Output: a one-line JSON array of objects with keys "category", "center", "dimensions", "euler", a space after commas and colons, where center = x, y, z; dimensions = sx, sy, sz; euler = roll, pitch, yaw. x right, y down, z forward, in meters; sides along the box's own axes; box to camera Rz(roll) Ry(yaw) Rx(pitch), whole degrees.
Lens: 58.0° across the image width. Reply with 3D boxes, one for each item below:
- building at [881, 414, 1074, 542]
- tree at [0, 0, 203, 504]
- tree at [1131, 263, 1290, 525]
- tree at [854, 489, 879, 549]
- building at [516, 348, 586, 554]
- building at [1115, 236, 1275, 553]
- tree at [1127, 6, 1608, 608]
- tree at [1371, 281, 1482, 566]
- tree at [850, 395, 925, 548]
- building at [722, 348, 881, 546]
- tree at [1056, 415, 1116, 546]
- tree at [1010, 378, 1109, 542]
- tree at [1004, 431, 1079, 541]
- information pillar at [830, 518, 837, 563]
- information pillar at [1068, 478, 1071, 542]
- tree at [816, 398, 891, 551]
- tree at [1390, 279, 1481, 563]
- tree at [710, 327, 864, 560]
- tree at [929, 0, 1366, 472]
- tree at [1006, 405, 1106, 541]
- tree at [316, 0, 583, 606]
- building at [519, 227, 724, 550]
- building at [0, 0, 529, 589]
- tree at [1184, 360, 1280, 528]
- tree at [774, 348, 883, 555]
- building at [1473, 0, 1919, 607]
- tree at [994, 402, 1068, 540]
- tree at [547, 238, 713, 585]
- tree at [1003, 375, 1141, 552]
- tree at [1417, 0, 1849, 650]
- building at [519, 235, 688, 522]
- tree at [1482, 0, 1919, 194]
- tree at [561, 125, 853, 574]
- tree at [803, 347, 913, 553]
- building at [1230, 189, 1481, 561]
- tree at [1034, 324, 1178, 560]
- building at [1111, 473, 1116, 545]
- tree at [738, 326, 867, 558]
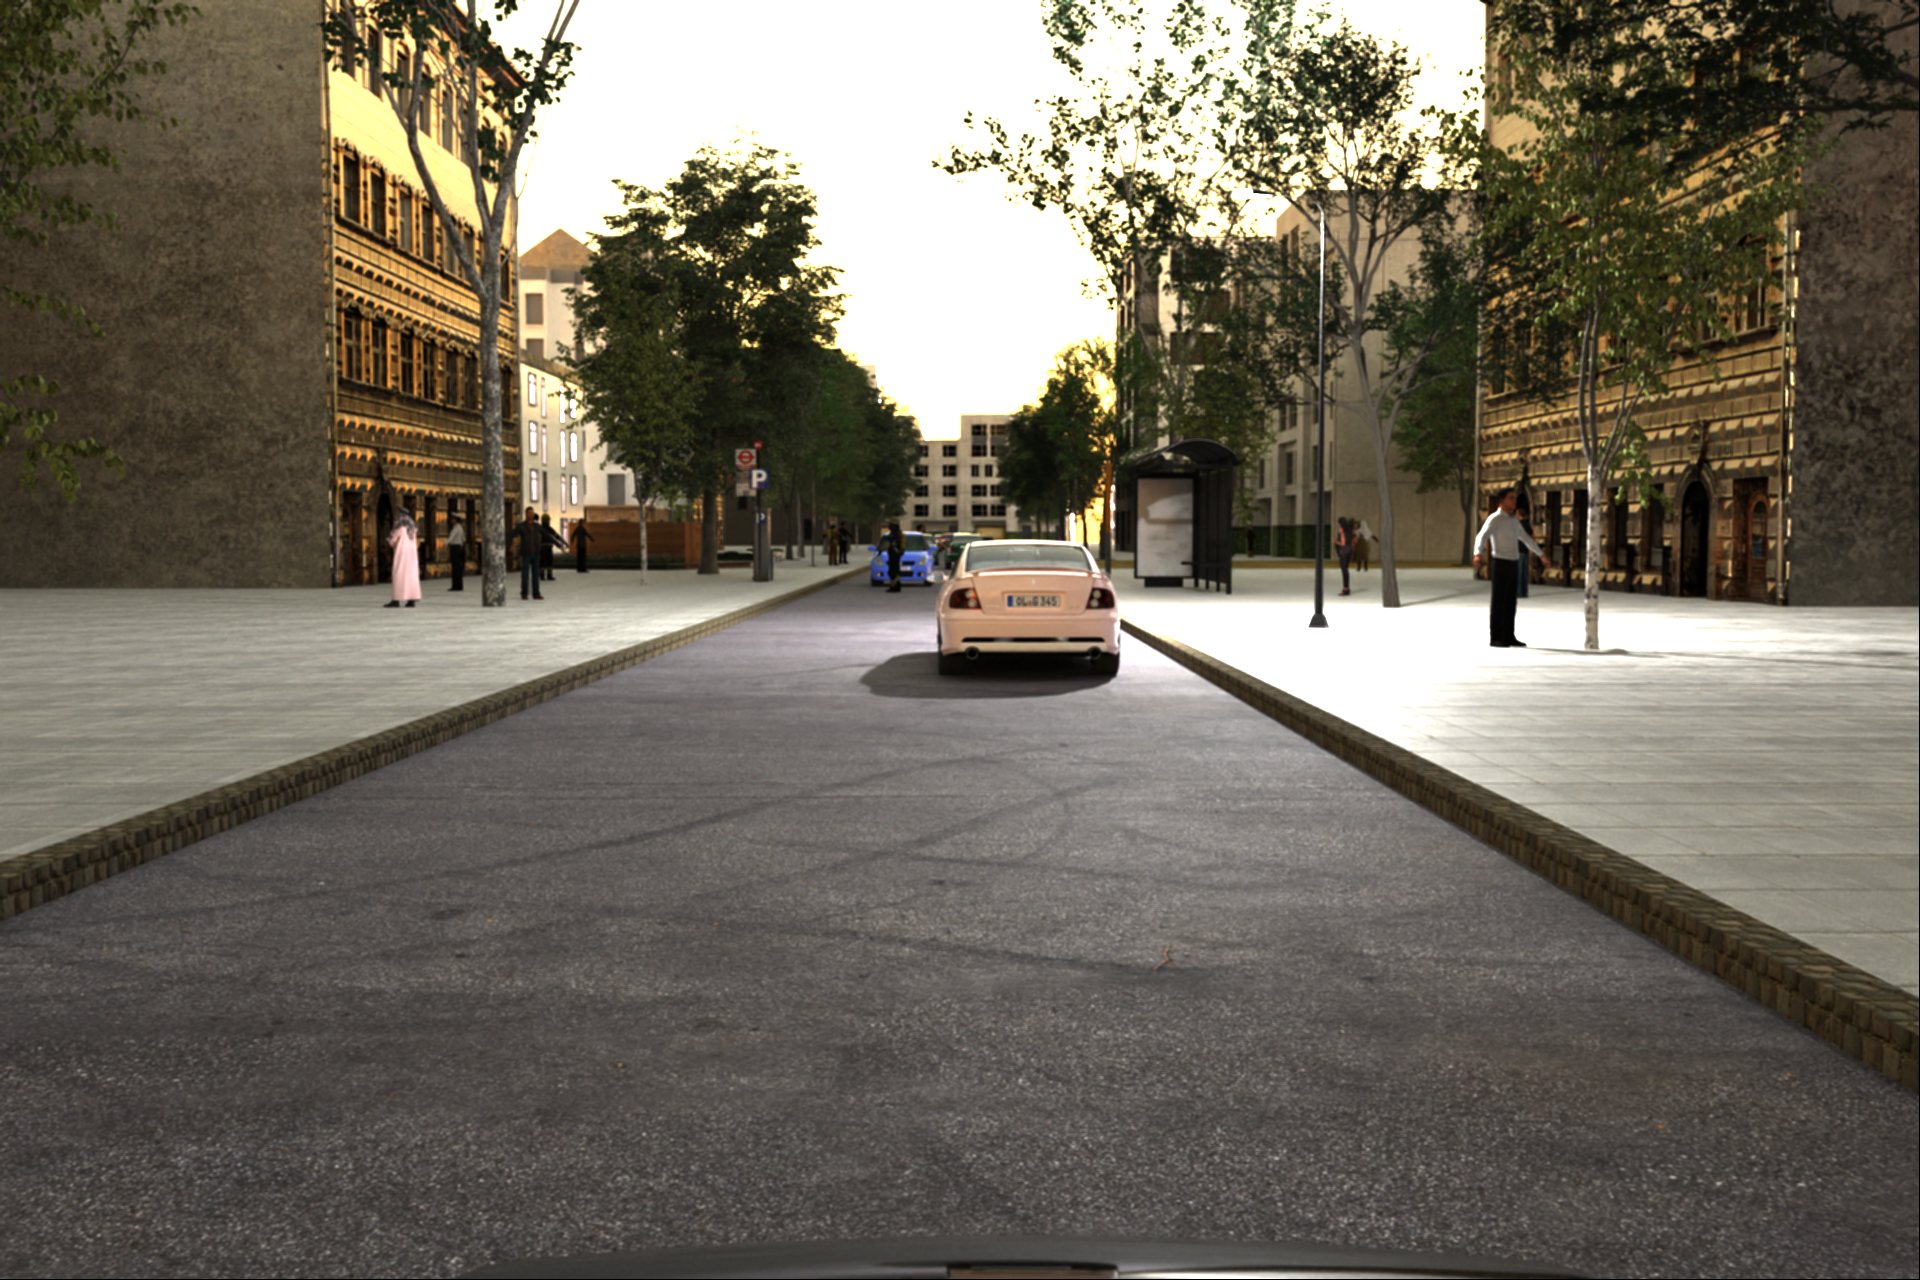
[{"category": "building", "center": [1.165, -24.015, 261.565], "dimensions": [31.486, 18.905, 16.747], "euler": [0, 4, 8]}, {"category": "tree", "center": [-7.970, -3.814, 12.715], "dimensions": [4.737, 8.622, 4.395], "euler": [0, 3, 0]}, {"category": "tree", "center": [6.909, -5.853, 46.065], "dimensions": [4.737, 8.622, 4.395], "euler": [0, 3, 0]}, {"category": "tree", "center": [-8.579, -12.004, 146.624], "dimensions": [4.737, 8.622, 4.395], "euler": [0, 3, 0]}, {"category": "building", "center": [-24.371, -9.157, 91.860], "dimensions": [9.099, 9.664, 28.070], "euler": [0, 4, 0]}, {"category": "building", "center": [25.832, -17.821, 135.354], "dimensions": [27.936, 21.610, 32.646], "euler": [0, 4, 0]}, {"category": "tree", "center": [7.453, -5.865, 30.301], "dimensions": [8.767, 10.594, 7.601], "euler": [-1, 4, -19]}, {"category": "tree", "center": [20.332, -8.777, 69.264], "dimensions": [9.928, 11.665, 9.643], "euler": [0, 3, 0]}, {"category": "tree", "center": [-7.937, -15.473, 159.642], "dimensions": [9.857, 13.997, 8.962], "euler": [0, 3, 0]}, {"category": "building", "center": [-23.866, -22.179, 206.608], "dimensions": [27.936, 21.610, 32.646], "euler": [0, 4, -1]}, {"category": "tree", "center": [7.617, -9.512, 105.876], "dimensions": [4.737, 8.622, 4.395], "euler": [0, 3, 0]}, {"category": "tree", "center": [7.329, -12.668, 125.247], "dimensions": [7.486, 12.596, 7.792], "euler": [0, 3, 0]}, {"category": "tree", "center": [7.179, -12.957, 146.257], "dimensions": [7.601, 10.594, 8.767], "euler": [0, 4, -1]}, {"category": "information pillar", "center": [-5.698, -4.497, 78.010], "dimensions": [0.304, 2.012, 0.304], "euler": [0, 4, 0]}, {"category": "information pillar", "center": [4.600, -4.974, 72.674], "dimensions": [0.183, 3.616, 0.504], "euler": [0, 4, -1]}, {"category": "tree", "center": [-8.985, -13.114, 132.544], "dimensions": [7.486, 12.596, 7.792], "euler": [0, 3, 0]}, {"category": "tree", "center": [23.026, -9.749, 77.517], "dimensions": [7.486, 12.596, 7.792], "euler": [0, 3, 0]}, {"category": "tree", "center": [-8.521, -9.740, 85.003], "dimensions": [9.928, 11.665, 9.643], "euler": [0, 3, 0]}, {"category": "tree", "center": [5.759, -12.243, 56.069], "dimensions": [12.611, 20.169, 13.585], "euler": [0, 3, 0]}, {"category": "tree", "center": [6.556, -11.121, 116.239], "dimensions": [7.601, 10.594, 8.767], "euler": [0, 4, -6]}, {"category": "tree", "center": [-9.757, -10.652, 30.044], "dimensions": [12.611, 20.169, 13.585], "euler": [0, 3, 0]}, {"category": "building", "center": [-28.718, -18.515, 133.640], "dimensions": [19.493, 23.208, 18.063], "euler": [0, 4, -1]}, {"category": "building", "center": [-24.044, -13.343, 49.082], "dimensions": [19.493, 23.208, 18.063], "euler": [0, 4, 0]}, {"category": "tree", "center": [10.965, -7.486, 72.764], "dimensions": [4.737, 8.622, 4.395], "euler": [0, 3, 0]}, {"category": "tree", "center": [-8.482, -11.462, 105.536], "dimensions": [7.486, 12.596, 7.792], "euler": [0, 3, 0]}, {"category": "building", "center": [23.737, -12.722, 38.941], "dimensions": [19.493, 23.208, 18.063], "euler": [0, 4, 0]}, {"category": "tree", "center": [7.628, -15.822, 165.347], "dimensions": [9.857, 13.997, 8.962], "euler": [0, 3, 0]}, {"category": "tree", "center": [-7.988, -5.669, 43.049], "dimensions": [4.737, 8.622, 4.395], "euler": [0, 3, 0]}, {"category": "tree", "center": [6.747, -9.846, 95.393], "dimensions": [7.601, 10.594, 8.767], "euler": [3, 4, 39]}, {"category": "tree", "center": [7.251, -4.194, 18.940], "dimensions": [4.737, 8.622, 4.395], "euler": [0, 3, 0]}, {"category": "building", "center": [-24.517, -15.574, 111.052], "dimensions": [16.016, 20.090, 11.380], "euler": [0, 3, 0]}, {"category": "tree", "center": [6.572, -4.613, 9.829], "dimensions": [7.601, 10.594, 8.767], "euler": [1, 4, 23]}, {"category": "tree", "center": [-8.153, -9.105, 55.530], "dimensions": [9.857, 13.997, 8.962], "euler": [0, 3, 0]}, {"category": "tree", "center": [-7.809, -12.883, 117.291], "dimensions": [9.857, 13.997, 8.962], "euler": [0, 3, 0]}, {"category": "building", "center": [26.025, -14.133, 97.526], "dimensions": [16.747, 18.905, 31.486], "euler": [0, 4, 0]}, {"category": "tree", "center": [7.270, -9.750, 85.164], "dimensions": [9.928, 11.665, 9.643], "euler": [0, 3, 0]}, {"category": "building", "center": [23.294, -15.909, 202.260], "dimensions": [9.099, 9.664, 28.070], "euler": [0, 4, 0]}, {"category": "tree", "center": [-9.050, -10.735, 93.636], "dimensions": [7.486, 12.596, 7.792], "euler": [0, 3, 0]}]
